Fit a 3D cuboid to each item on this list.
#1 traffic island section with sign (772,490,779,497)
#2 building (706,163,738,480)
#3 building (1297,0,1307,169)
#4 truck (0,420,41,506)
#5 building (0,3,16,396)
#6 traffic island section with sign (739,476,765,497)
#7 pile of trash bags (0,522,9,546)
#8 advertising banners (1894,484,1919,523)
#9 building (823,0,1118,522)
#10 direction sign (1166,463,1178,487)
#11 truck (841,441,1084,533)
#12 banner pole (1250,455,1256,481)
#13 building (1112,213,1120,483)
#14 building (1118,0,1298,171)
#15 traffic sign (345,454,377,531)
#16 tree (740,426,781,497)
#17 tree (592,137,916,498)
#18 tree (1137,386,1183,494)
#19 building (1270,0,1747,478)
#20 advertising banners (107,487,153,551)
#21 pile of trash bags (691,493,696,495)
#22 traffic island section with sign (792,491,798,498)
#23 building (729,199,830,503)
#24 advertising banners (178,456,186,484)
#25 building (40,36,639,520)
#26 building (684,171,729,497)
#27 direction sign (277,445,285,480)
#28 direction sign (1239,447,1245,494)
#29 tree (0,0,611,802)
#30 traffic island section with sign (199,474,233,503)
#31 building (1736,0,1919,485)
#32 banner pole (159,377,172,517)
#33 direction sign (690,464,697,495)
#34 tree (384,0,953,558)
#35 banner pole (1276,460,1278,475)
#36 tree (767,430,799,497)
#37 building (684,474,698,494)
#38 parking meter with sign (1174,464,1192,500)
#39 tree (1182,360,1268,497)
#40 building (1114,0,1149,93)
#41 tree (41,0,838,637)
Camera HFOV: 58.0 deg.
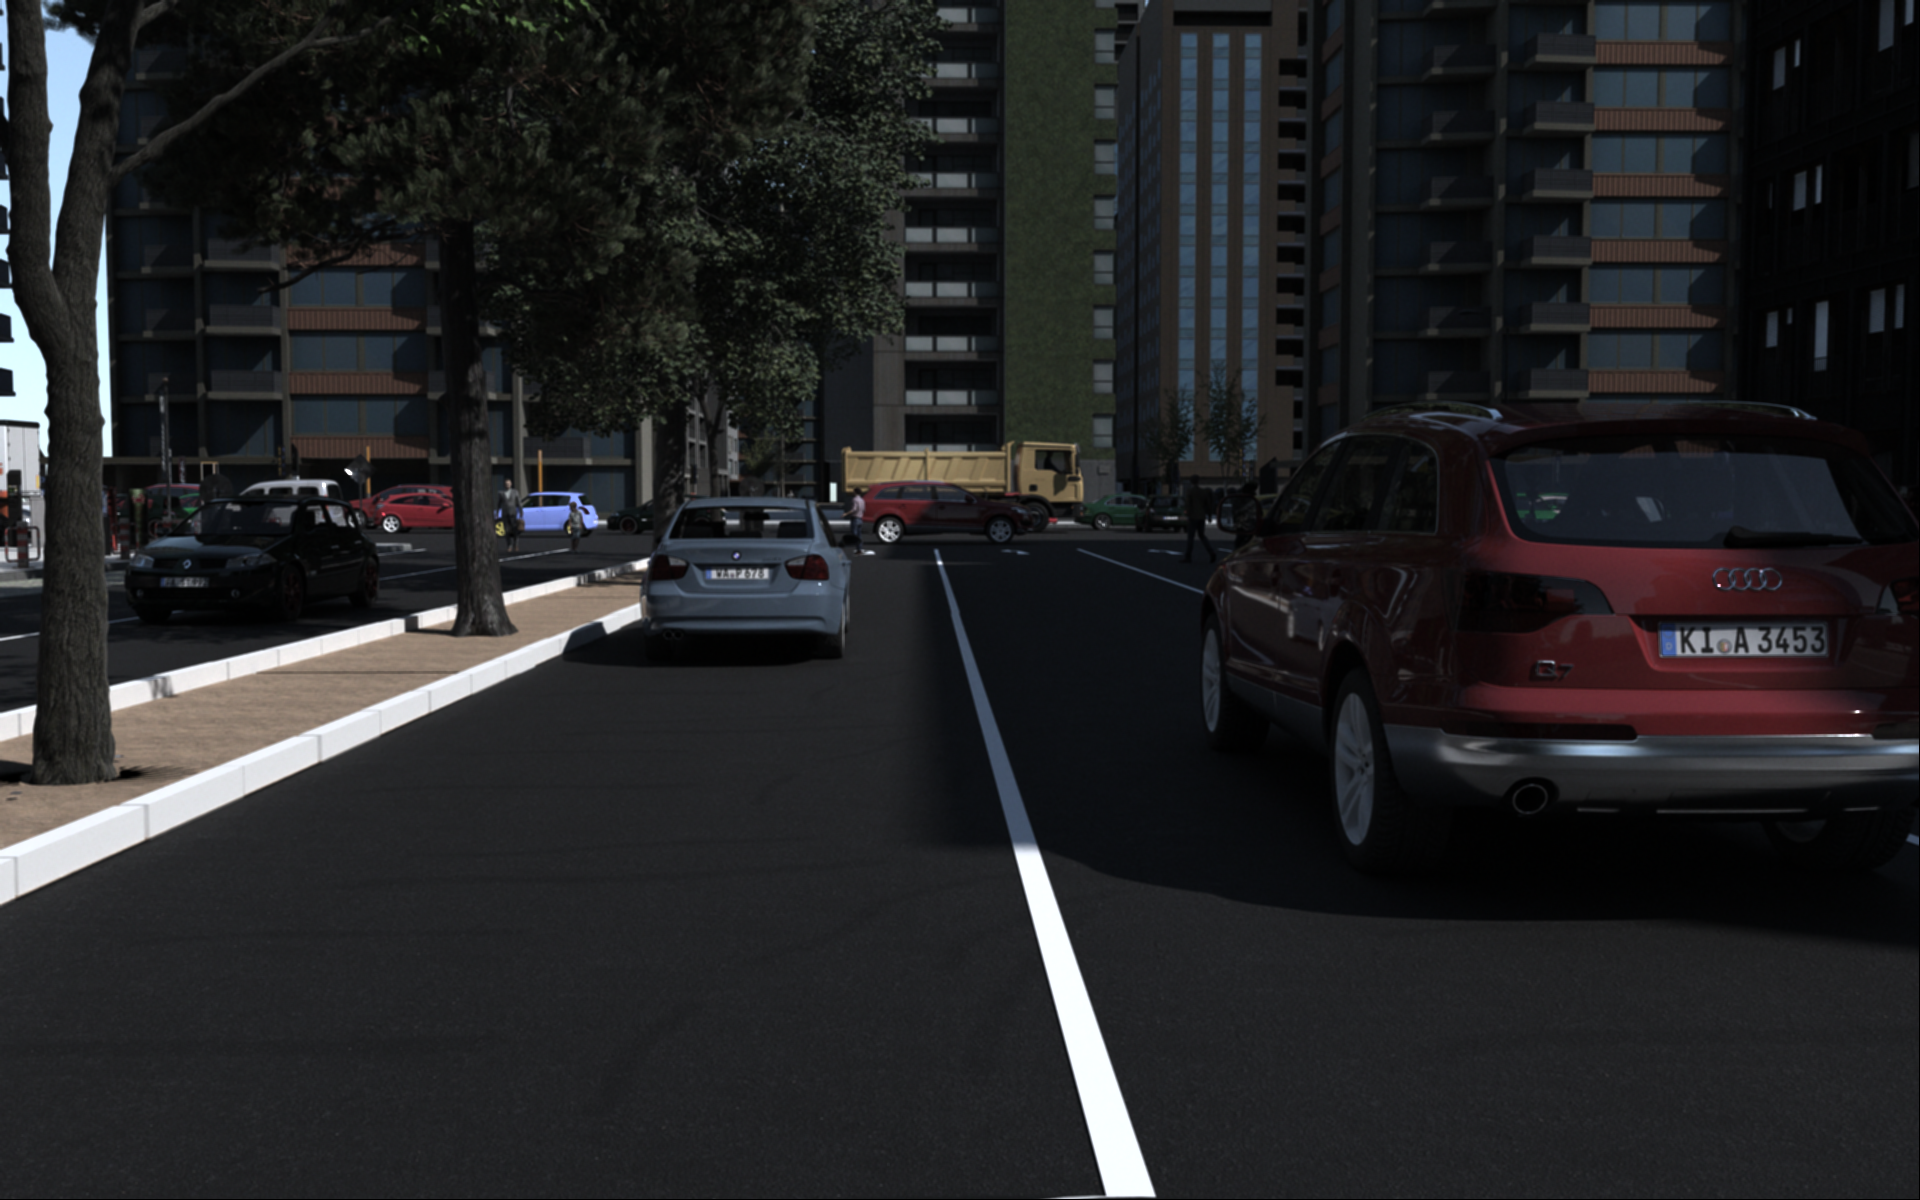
[{"bbox_3d":[-17.572,-9.569,165.086,1.989,1.847,2.006,0,4,-1],"label":"traffic island section with sign"},{"bbox_3d":[-31.960,-31.051,191.275,14.086,41.232,14.154,0,4,-1],"label":"building"},{"bbox_3d":[23.051,-30.449,147.958,14.600,45.320,14.200,0,4,-1],"label":"building"},{"bbox_3d":[-41.447,-4.733,66.306,11.283,4.237,2.839,0,4,-1],"label":"truck"},{"bbox_3d":[-65.817,-33.339,87.095,28.212,58.520,21.231,0,4,-1],"label":"building"},{"bbox_3d":[-5.334,-2.181,43.799,2.006,1.907,1.989,0,4,-1],"label":"traffic island section with sign"},{"bbox_3d":[-24.121,-2.000,42.446,1.912,1.369,3.447,0,4,0],"label":"pile of trash bags"},{"bbox_3d":[15.059,-1.915,27.495,0.090,3.025,2.074,-3,4,-39],"label":"advertising banners"},{"bbox_3d":[0.241,-24.650,86.620,14.086,41.232,14.154,0,4,-1],"label":"building"},{"bbox_3d":[15.305,-8.135,125.003,0.876,3.537,0.379,0,4,4],"label":"direction sign"},{"bbox_3d":[0.523,-4.187,64.382,9.791,3.379,3.469,0,4,-3],"label":"truck"},{"bbox_3d":[18.865,-7.437,111.607,0.401,3.779,0.863,-1,4,-21],"label":"banner pole"},{"bbox_3d":[22.414,-24.842,177.865,14.160,30.474,14.107,0,4,-1],"label":"building"},{"bbox_3d":[22.481,-31.366,162.950,14.600,45.320,14.200,0,4,-1],"label":"building"},{"bbox_3d":[-14.967,-2.424,43.275,0.795,2.450,0.064,0,4,-1],"label":"traffic sign"},{"bbox_3d":[-21.324,-14.373,185.354,4.737,8.622,4.395,0,3,0],"label":"tree"},{"bbox_3d":[-5.101,-6.102,36.641,8.767,10.594,7.601,0,4,-1],"label":"tree"},{"bbox_3d":[14.026,-10.044,114.584,4.737,8.622,4.395,0,3,0],"label":"tree"},{"bbox_3d":[31.230,-26.564,88.942,28.867,44.769,22.147,0,4,-1],"label":"building"},{"bbox_3d":[-19.077,-2.601,38.718,0.090,3.025,2.074,2,4,34],"label":"advertising banners"},{"bbox_3d":[-20.625,-7.703,135.702,1.912,1.369,3.447,0,4,2],"label":"pile of trash bags"},{"bbox_3d":[-18.194,-11.218,192.034,1.989,1.847,2.006,0,4,-1],"label":"traffic island section with sign"},{"bbox_3d":[-32.916,-36.235,247.072,28.867,44.769,22.147,0,4,-1],"label":"building"},{"bbox_3d":[-34.920,-5.059,78.896,2.074,3.025,0.090,2,4,30],"label":"advertising banners"},{"bbox_3d":[-29.326,-26.629,90.011,28.867,44.769,22.147,0,4,-1],"label":"building"},{"bbox_3d":[-33.785,-44.797,170.679,20.563,71.187,20.611,0,4,-1],"label":"building"},{"bbox_3d":[-31.220,-5.366,79.725,0.379,3.537,0.876,0,4,-2],"label":"direction sign"},{"bbox_3d":[13.488,-5.559,82.891,0.379,3.537,0.876,2,4,27],"label":"direction sign"},{"bbox_3d":[-4.311,-4.890,8.165,9.928,11.665,9.643,0,3,0],"label":"tree"},{"bbox_3d":[-14.424,-1.500,33.151,1.989,1.847,2.006,0,4,-1],"label":"traffic island section with sign"},{"bbox_3d":[24.349,-12.371,31.949,12.332,23.373,15.834,0,4,-1],"label":"building"},{"bbox_3d":[-16.988,-2.875,37.027,0.401,3.779,0.863,-1,4,-13],"label":"banner pole"},{"bbox_3d":[-20.400,-8.604,132.665,0.379,3.537,0.876,-3,4,-39],"label":"direction sign"},{"bbox_3d":[-4.579,-7.194,26.741,9.857,13.997,8.962,0,3,0],"label":"tree"},{"bbox_3d":[23.021,-8.383,127.077,0.863,3.779,0.401,1,4,22],"label":"banner pole"},{"bbox_3d":[-20.787,-15.260,199.866,4.360,8.622,3.978,0,3,0],"label":"tree"},{"bbox_3d":[-39.619,-27.972,149.219,32.217,40.220,23.993,0,4,-1],"label":"building"},{"bbox_3d":[13.122,-6.305,99.346,1.738,3.016,0.543,0,4,6],"label":"parking meter with sign"},{"bbox_3d":[14.620,-8.829,94.712,4.737,8.622,4.395,0,3,0],"label":"tree"},{"bbox_3d":[20.389,-49.495,247.496,20.611,71.187,20.563,0,4,-1],"label":"building"},{"bbox_3d":[-5.065,-6.574,17.366,7.806,13.903,7.818,0,3,0],"label":"tree"}]
